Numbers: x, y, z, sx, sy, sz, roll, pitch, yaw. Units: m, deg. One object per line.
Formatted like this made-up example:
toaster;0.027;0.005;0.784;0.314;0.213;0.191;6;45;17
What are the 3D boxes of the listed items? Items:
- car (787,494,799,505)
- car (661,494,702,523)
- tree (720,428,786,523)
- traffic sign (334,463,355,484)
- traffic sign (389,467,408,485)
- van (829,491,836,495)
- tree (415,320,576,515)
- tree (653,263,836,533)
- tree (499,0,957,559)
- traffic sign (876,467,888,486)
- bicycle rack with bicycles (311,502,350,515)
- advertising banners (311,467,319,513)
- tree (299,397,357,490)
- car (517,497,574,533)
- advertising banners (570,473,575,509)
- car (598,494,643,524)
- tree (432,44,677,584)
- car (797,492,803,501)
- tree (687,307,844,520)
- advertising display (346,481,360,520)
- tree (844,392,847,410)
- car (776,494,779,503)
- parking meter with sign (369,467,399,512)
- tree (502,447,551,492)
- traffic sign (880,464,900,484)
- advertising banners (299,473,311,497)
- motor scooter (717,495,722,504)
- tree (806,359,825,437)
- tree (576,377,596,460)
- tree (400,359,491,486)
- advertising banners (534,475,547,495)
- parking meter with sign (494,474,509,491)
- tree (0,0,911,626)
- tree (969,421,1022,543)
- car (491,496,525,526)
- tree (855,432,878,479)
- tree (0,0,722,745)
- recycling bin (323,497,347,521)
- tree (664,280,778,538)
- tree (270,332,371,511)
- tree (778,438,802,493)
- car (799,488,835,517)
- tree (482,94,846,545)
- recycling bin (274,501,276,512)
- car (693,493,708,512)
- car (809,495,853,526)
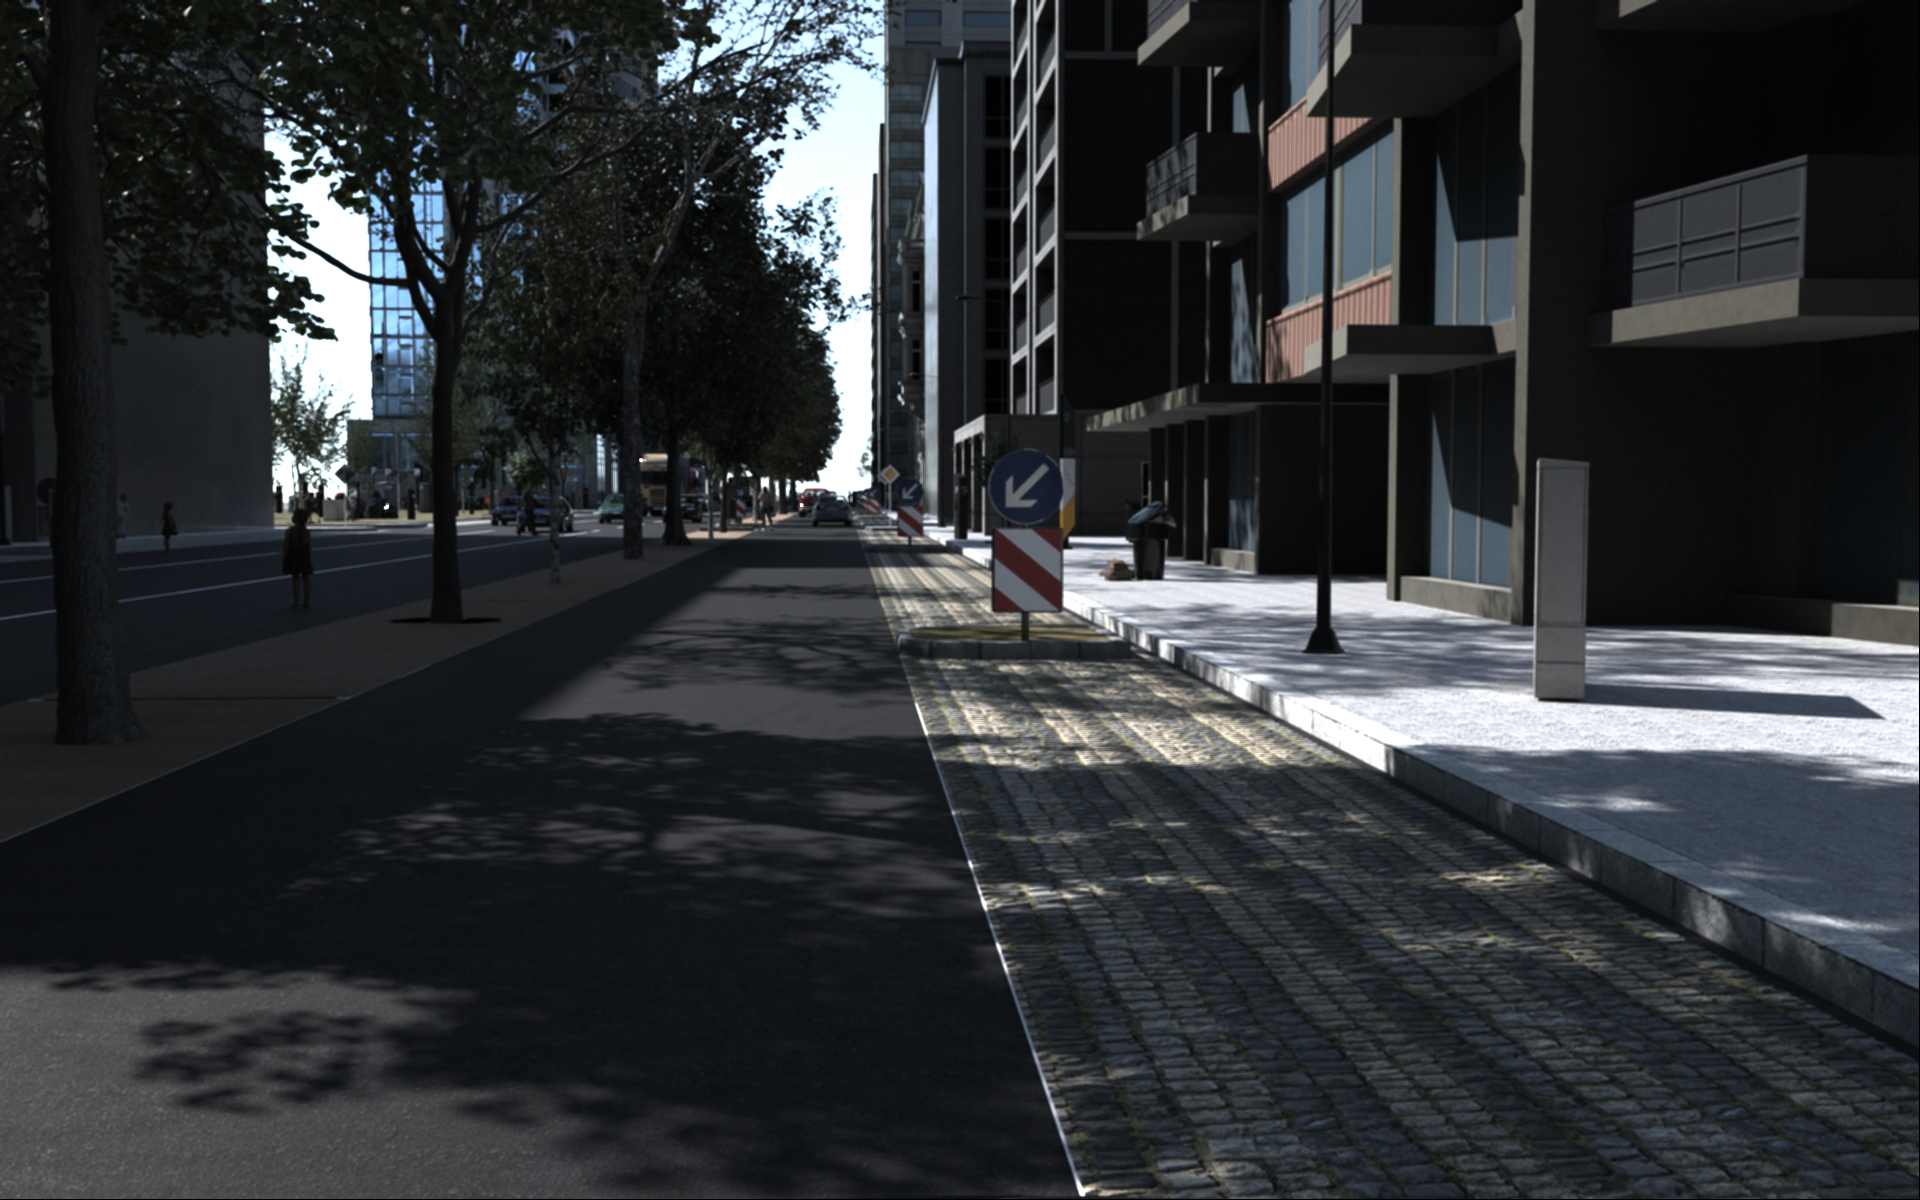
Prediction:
car;-23.029;-14.034;238.259;1.959;1.807;4.718;0;4;-5
car;-14.036;-4.756;87.539;2.009;1.686;4.222;0;4;-4
tree;-10.137;-8.107;85.366;4.737;8.622;4.395;0;3;0
traffic sign;-23.447;-3.902;65.992;0.795;2.593;0.064;0;4;-4
traffic sign;-23.975;-4.390;73.959;0.795;2.593;0.064;0;4;-4
van;-15.947;-12.579;212.676;2.013;2.044;4.112;0;4;-4
tree;-28.529;-10.943;104.669;9.928;11.665;9.643;0;3;0
tree;-8.790;-7.750;63.579;8.767;10.594;7.601;0;4;-4
tree;-5.898;-10.903;36.614;12.611;20.169;13.585;0;3;0
traffic sign;-3.225;-4.472;75.310;0.795;2.593;0.064;0;4;-4
bicycle rack with bicycles;-39.517;-5.800;108.209;2.852;0.926;2.925;1;4;22
advertising banners;-42.528;-7.232;114.424;0.090;3.025;2.074;-1;4;-15
tree;-47.493;-10.941;129.253;4.360;8.622;3.978;0;3;0
car;-15.727;-3.250;65.717;1.945;1.354;3.894;0;4;-5
advertising banners;-32.506;-9.108;145.105;0.090;3.025;2.074;0;4;-4
car;-16.769;-4.520;85.707;2.131;1.459;4.920;0;4;-5
tree;-6.503;-4.572;27.573;4.737;8.622;4.395;0;3;0
car;-26.210;-16.644;280.807;2.281;1.827;5.304;0;4;-6
tree;-10.893;-11.261;93.229;9.857;13.997;8.962;0;3;0
advertising display;-29.862;-4.895;85.239;0.974;1.923;0.123;3;5;39
tree;-12.507;-13.009;121.806;9.857;13.997;8.962;0;3;0
car;-31.413;-17.058;290.907;2.014;1.417;4.499;0;4;-4
parking meter with sign;-36.450;-6.919;109.391;1.738;3.016;0.543;2;4;29
tree;-30.451;-8.436;121.641;4.285;4.588;4.351;0;3;0
traffic sign;-2.697;-3.985;67.343;0.795;2.593;0.064;0;4;-4
advertising banners;-54.422;-9.124;145.363;2.074;3.025;0.090;0;4;-3
motor scooter;-34.906;-14.592;251.349;0.815;1.314;1.986;0;4;-3
tree;-9.973;-9.622;77.905;7.486;12.596;7.792;0;3;0
tree;-30.787;-12.744;134.115;9.928;11.665;9.643;0;3;0
tree;-27.420;-8.701;92.627;4.360;8.622;3.978;0;3;0
advertising banners;-35.727;-9.160;145.953;2.074;3.025;0.090;1;4;11
parking meter with sign;-38.525;-9.195;146.600;1.738;3.016;0.543;0;4;-6
tree;-5.753;-6.494;18.998;12.009;13.543;11.850;0;3;0
tree;1.229;-3.105;45.366;1.663;3.219;1.824;0;3;0
car;-20.505;-4.116;79.869;1.945;1.354;3.894;0;4;-5
tree;-10.712;-18.281;233.306;7.601;10.594;8.767;0;4;-1
tree;-4.868;-5.422;9.235;7.486;12.596;7.792;0;3;0
recycling bin;-29.699;-4.257;82.160;0.722;1.027;0.722;1;4;17
tree;-7.983;-6.265;55.247;4.360;8.622;3.978;0;3;0
tree;-29.828;-7.848;78.670;4.737;8.622;4.395;0;3;0
tree;-12.227;-9.896;114.616;4.360;8.622;3.978;0;3;0
car;-8.997;-6.106;108.508;2.281;1.827;5.304;0;4;-3
tree;-7.985;-7.864;48.035;9.611;12.733;9.660;0;3;0
recycling bin;-48.432;-6.673;121.664;0.722;1.027;0.722;2;4;34
car;-21.733;-8.167;142.564;2.155;1.783;4.494;0;4;-5
car;-5.852;-4.085;78.796;2.014;1.417;4.499;0;4;-5
